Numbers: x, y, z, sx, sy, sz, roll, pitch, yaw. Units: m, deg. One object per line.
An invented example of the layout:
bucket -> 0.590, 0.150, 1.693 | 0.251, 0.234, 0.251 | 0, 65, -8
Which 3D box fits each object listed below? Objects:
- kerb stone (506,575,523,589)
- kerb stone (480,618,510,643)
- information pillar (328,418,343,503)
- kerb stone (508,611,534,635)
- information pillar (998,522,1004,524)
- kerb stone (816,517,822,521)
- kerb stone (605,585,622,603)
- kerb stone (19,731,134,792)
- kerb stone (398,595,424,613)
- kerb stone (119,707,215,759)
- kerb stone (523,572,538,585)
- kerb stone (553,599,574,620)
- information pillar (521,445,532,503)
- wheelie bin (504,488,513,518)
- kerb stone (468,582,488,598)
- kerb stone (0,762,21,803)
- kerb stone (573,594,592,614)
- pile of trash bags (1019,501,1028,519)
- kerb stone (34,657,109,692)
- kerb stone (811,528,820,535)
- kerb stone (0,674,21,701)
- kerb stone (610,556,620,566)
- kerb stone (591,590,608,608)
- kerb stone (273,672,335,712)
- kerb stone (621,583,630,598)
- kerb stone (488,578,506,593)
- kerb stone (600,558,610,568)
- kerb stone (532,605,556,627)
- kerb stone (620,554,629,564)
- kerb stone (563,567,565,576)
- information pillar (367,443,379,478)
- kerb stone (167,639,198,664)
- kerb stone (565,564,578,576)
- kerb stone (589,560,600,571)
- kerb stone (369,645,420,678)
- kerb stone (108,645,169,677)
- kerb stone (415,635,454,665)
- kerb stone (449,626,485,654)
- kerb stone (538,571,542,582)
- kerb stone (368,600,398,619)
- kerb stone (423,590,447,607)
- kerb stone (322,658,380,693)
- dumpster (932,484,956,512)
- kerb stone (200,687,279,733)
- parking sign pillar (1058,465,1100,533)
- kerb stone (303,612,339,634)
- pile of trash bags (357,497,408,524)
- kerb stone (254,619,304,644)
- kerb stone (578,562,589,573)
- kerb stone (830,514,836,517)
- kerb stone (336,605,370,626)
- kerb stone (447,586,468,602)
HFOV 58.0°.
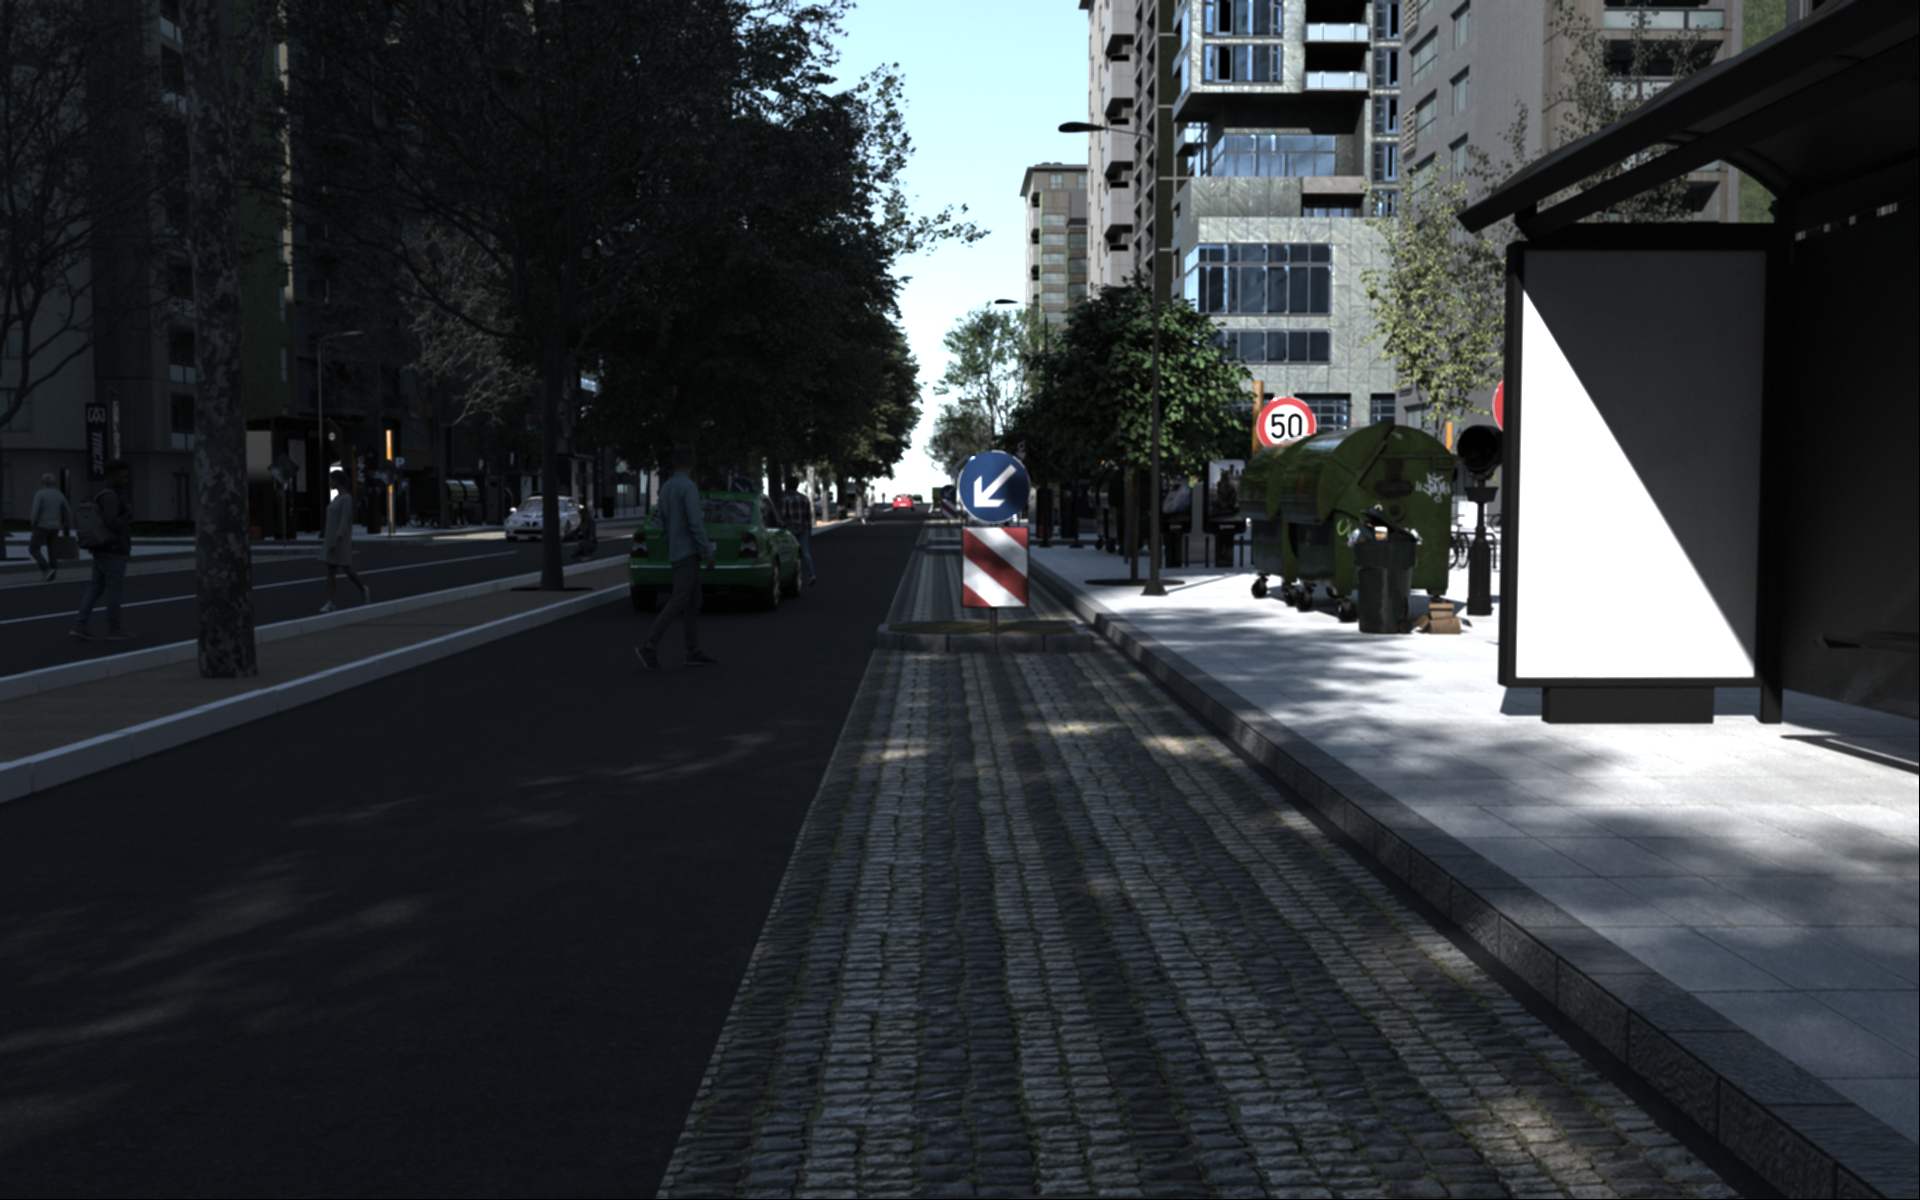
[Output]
kerb stone -> -6.850, -0.248, 26.253 | 0.120, 0.150, 1.000 | 0, 4, -1
kerb stone -> -4.629, 0.317, 17.018 | 0.120, 0.150, 1.000 | 0, 4, -1
information pillar -> -19.275, -3.801, 53.495 | 0.504, 3.616, 0.183 | 1, 4, 21
kerb stone -> -4.642, 0.254, 18.050 | 0.120, 0.150, 1.000 | 0, 4, -1
information pillar -> 1.681, -4.281, 74.489 | 0.304, 2.012, 0.304 | -3, 4, -36
kerb stone -> -7.813, -4.534, 96.434 | 0.120, 0.150, 1.000 | 0, 4, -1
kerb stone -> -4.704, -0.059, 23.170 | 0.120, 0.150, 1.000 | 0, 4, -1
kerb stone -> -4.513, 0.824, 8.817 | 0.120, 0.150, 1.000 | 0, 4, -1
kerb stone -> -6.779, 0.065, 21.131 | 0.120, 0.150, 1.000 | 0, 4, -1
kerb stone -> -4.522, 0.759, 9.843 | 0.120, 0.150, 1.000 | 0, 4, -1
kerb stone -> -6.866, -0.311, 27.279 | 0.120, 0.150, 1.000 | 0, 4, -1
kerb stone -> -4.668, 0.129, 20.094 | 0.120, 0.150, 1.000 | 0, 4, -1
information pillar -> -20.599, -5.557, 82.219 | 0.504, 3.616, 0.183 | -2, 4, -25
wheelie bin -> -24.240, -5.182, 92.630 | 0.693, 1.594, 0.980 | 0, 4, 2
kerb stone -> -6.819, -0.123, 24.209 | 0.120, 0.150, 1.000 | 0, 4, -1
kerb stone -> -4.504, 0.882, 7.795 | 0.120, 0.150, 1.000 | 0, 4, -1
kerb stone -> -4.672, 0.066, 21.116 | 0.120, 0.150, 1.000 | 0, 4, -1
pile of trash bags -> 3.774, -4.854, 89.118 | 1.912, 1.369, 3.447 | -1, 4, -19
kerb stone -> -6.673, 0.566, 12.934 | 0.120, 0.150, 1.000 | 0, 4, -1
kerb stone -> -5.248, -2.476, 62.678 | 0.120, 0.150, 1.000 | 0, 4, -1
kerb stone -> -6.656, 0.633, 11.911 | 0.120, 0.150, 1.000 | 0, 4, -1
kerb stone -> -6.958, -0.749, 34.456 | 0.120, 0.150, 1.000 | 0, 4, -1
kerb stone -> -4.692, 0.003, 22.144 | 0.120, 0.150, 1.000 | 0, 4, -1
kerb stone -> -4.545, 0.637, 11.889 | 0.120, 0.150, 1.000 | 0, 4, -1
kerb stone -> -4.728, -0.122, 24.192 | 0.120, 0.150, 1.000 | 0, 4, -1
kerb stone -> -6.836, -0.186, 25.231 | 0.120, 0.150, 1.000 | 0, 4, -1
kerb stone -> -6.953, -0.686, 33.429 | 0.120, 0.150, 1.000 | 0, 4, -1
kerb stone -> -4.649, 0.191, 19.072 | 0.120, 0.150, 1.000 | 0, 4, -1
kerb stone -> -6.980, -0.812, 35.478 | 0.120, 0.150, 1.000 | 0, 4, -1
kerb stone -> -6.897, -0.436, 29.328 | 0.120, 0.150, 1.000 | 0, 4, -1
information pillar -> -26.710, -5.348, 78.787 | 0.504, 3.616, 0.183 | -2, 4, -25
kerb stone -> -6.693, 0.443, 14.978 | 0.120, 0.150, 1.000 | 0, 4, -1
kerb stone -> -6.912, -0.499, 30.358 | 0.120, 0.150, 1.000 | 0, 4, -1
kerb stone -> -6.935, -0.622, 32.406 | 0.120, 0.150, 1.000 | 0, 4, -1
kerb stone -> -4.580, 0.504, 13.947 | 0.120, 0.150, 1.000 | 0, 4, -1
kerb stone -> -6.678, 0.506, 13.956 | 0.120, 0.150, 1.000 | 0, 4, -1
kerb stone -> -4.594, 0.444, 14.972 | 0.120, 0.150, 1.000 | 0, 4, -1
kerb stone -> -4.606, 0.379, 15.996 | 0.120, 0.150, 1.000 | 0, 4, -1
kerb stone -> -6.878, -0.373, 28.301 | 0.120, 0.150, 1.000 | 0, 4, -1
kerb stone -> -6.770, 0.128, 20.103 | 0.120, 0.150, 1.000 | 0, 4, -1
kerb stone -> -6.800, 0.003, 22.153 | 0.120, 0.150, 1.000 | 0, 4, -1
kerb stone -> -4.569, 0.571, 12.920 | 0.120, 0.150, 1.000 | 0, 4, -1
dumpster -> -1.258, -8.101, 137.408 | 1.985, 2.255, 1.502 | 0, 4, -2
kerb stone -> -4.538, 0.693, 10.866 | 0.120, 0.150, 1.000 | 0, 4, -1
parking sign pillar -> 3.946, -4.195, 57.055 | 1.447, 3.967, 1.447 | 2, 4, 32
kerb stone -> -6.735, 0.257, 18.057 | 0.120, 0.150, 1.000 | 0, 4, -1
pile of trash bags -> -25.189, -3.915, 73.769 | 3.447, 1.369, 1.912 | 0, 4, 7
kerb stone -> -6.726, 0.316, 17.033 | 0.120, 0.150, 1.000 | 0, 4, -1
kerb stone -> -6.924, -0.562, 31.383 | 0.120, 0.150, 1.000 | 0, 4, -1
kerb stone -> -7.989, -5.294, 108.760 | 0.120, 0.150, 1.000 | 0, 4, -1
kerb stone -> -6.754, 0.191, 19.079 | 0.120, 0.150, 1.000 | 0, 4, -1
kerb stone -> -6.810, -0.060, 23.178 | 0.120, 0.150, 1.000 | 0, 4, -1
